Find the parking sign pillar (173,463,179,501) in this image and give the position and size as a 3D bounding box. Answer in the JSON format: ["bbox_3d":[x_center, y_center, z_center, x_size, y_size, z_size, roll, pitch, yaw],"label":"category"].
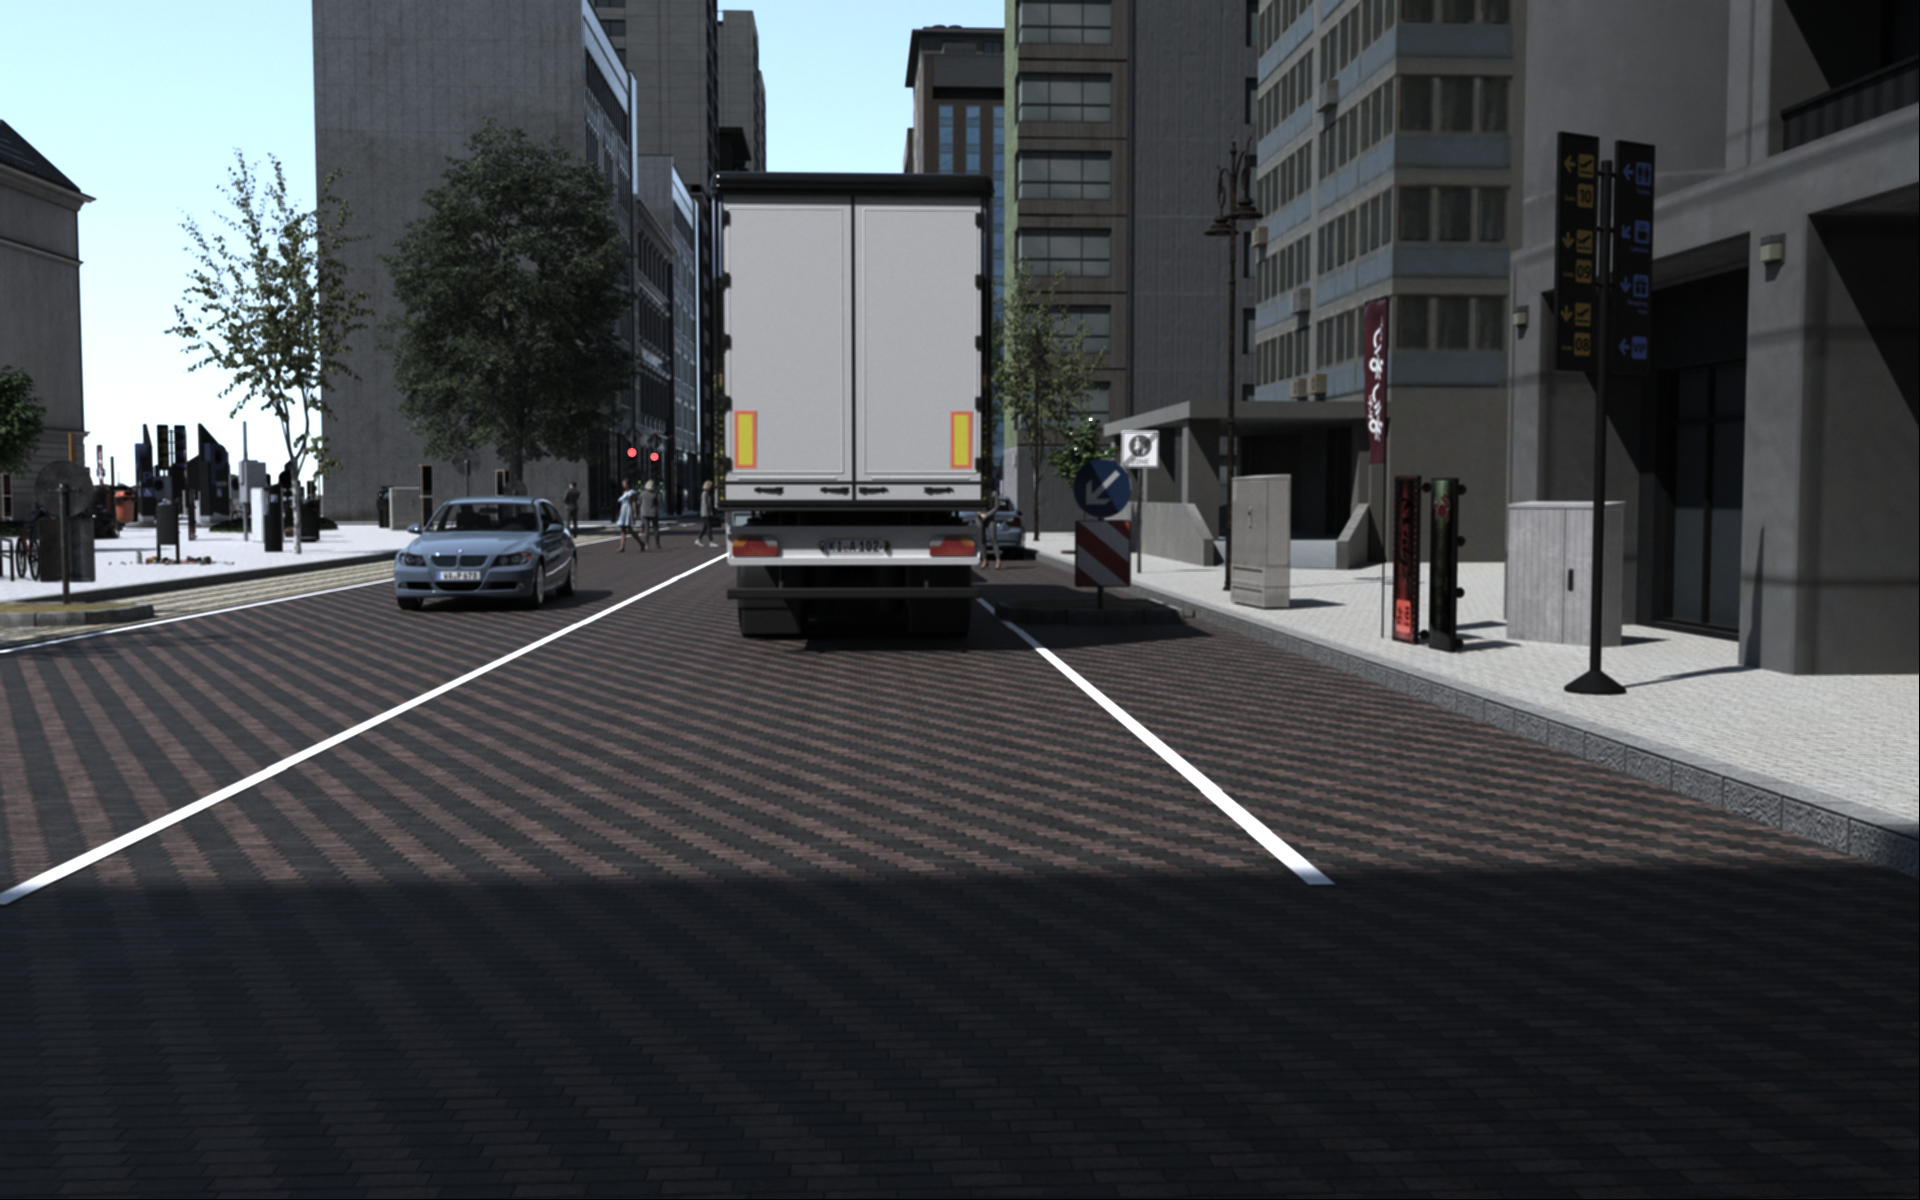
[{"bbox_3d":[-54.127,-8.020,119.592,1.447,3.967,1.447,2,4,27],"label":"parking sign pillar"}]

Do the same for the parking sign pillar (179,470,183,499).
[{"bbox_3d":[-45.885,-7.072,104.094,1.447,3.967,1.447,-1,4,-18],"label":"parking sign pillar"}]

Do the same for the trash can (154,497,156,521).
[{"bbox_3d":[-36.772,-4.080,78.368,0.748,1.137,0.748,0,3,0],"label":"trash can"}]

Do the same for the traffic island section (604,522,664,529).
[{"bbox_3d":[-13.462,-3.001,71.351,2.009,0.180,2.903,0,4,-3],"label":"traffic island section"}]

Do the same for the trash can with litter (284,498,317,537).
[{"bbox_3d":[-19.649,-2.457,51.554,1.055,1.170,0.624,-1,4,-16],"label":"trash can with litter"}]

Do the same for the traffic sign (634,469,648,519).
[{"bbox_3d":[-16.163,-5.353,87.628,0.768,2.556,0.104,0,4,-2],"label":"traffic sign"}]

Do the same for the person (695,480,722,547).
[{"bbox_3d":[-6.887,-2.365,47.350,0.728,1.800,0.709,1,4,14],"label":"person"}]

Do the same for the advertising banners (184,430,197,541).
[{"bbox_3d":[-21.307,-3.163,47.904,0.090,3.025,2.074,-1,4,-18],"label":"advertising banners"}]

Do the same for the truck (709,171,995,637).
[{"bbox_3d":[-1.251,-1.946,20.731,2.839,4.237,11.283,0,4,-3],"label":"truck"}]

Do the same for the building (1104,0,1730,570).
[{"bbox_3d":[19.977,-21.131,37.380,32.217,40.220,23.993,0,4,-3],"label":"building"}]

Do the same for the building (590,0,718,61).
[{"bbox_3d":[-32.961,-45.148,176.421,20.563,71.187,20.611,0,4,-3],"label":"building"}]

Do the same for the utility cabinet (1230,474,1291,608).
[{"bbox_3d":[3.412,-0.678,19.767,0.318,1.500,1.173,-1,4,-10],"label":"utility cabinet"}]

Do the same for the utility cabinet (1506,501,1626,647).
[{"bbox_3d":[5.205,-0.231,14.941,0.306,1.237,1.020,-2,4,-31],"label":"utility cabinet"}]

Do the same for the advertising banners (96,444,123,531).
[{"bbox_3d":[-29.839,-3.948,60.736,2.074,3.025,0.090,3,5,44],"label":"advertising banners"}]

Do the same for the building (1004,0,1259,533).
[{"bbox_3d":[8.487,-23.247,63.686,14.154,41.232,14.086,0,4,-3],"label":"building"}]

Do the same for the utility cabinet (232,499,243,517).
[{"bbox_3d":[-40.638,-5.279,97.467,1.020,1.237,0.306,-1,4,-13],"label":"utility cabinet"}]

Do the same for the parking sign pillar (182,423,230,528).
[{"bbox_3d":[-28.605,-4.768,66.425,1.447,3.967,1.447,1,4,11],"label":"parking sign pillar"}]

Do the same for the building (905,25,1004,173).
[{"bbox_3d":[8.591,-37.052,195.037,28.713,52.752,27.495,0,4,-3],"label":"building"}]

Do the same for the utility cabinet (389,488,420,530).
[{"bbox_3d":[-19.336,-3.177,60.621,1.173,1.500,0.318,-2,4,-35],"label":"utility cabinet"}]

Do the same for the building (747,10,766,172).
[{"bbox_3d":[-38.445,-50.361,261.648,20.563,71.187,20.611,0,4,-3],"label":"building"}]

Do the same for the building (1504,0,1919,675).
[{"bbox_3d":[16.377,-34.719,5.913,20.563,71.187,20.611,0,4,-3],"label":"building"}]

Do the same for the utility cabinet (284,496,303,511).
[{"bbox_3d":[-34.917,-4.870,90.784,1.020,1.237,0.306,1,4,21],"label":"utility cabinet"}]

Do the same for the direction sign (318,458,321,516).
[{"bbox_3d":[-30.958,-5.606,83.657,0.379,3.537,0.876,-1,4,-20],"label":"direction sign"}]

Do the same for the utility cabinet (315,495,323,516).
[{"bbox_3d":[-38.220,-5.624,103.106,1.020,1.237,0.306,-2,4,-24],"label":"utility cabinet"}]

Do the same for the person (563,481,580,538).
[{"bbox_3d":[-12.630,-2.920,56.044,0.447,1.846,0.655,3,5,43],"label":"person"}]

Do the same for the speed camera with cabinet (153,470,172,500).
[{"bbox_3d":[-40.855,-5.690,87.374,2.038,3.252,0.660,1,4,12],"label":"speed camera with cabinet"}]

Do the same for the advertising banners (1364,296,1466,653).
[{"bbox_3d":[3.849,-1.141,14.842,0.090,3.025,2.074,-1,4,-8],"label":"advertising banners"}]

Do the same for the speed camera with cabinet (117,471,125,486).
[{"bbox_3d":[-70.444,-9.256,145.671,0.660,3.252,2.038,-2,4,-33],"label":"speed camera with cabinet"}]

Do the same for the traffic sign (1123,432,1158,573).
[{"bbox_3d":[2.908,-1.585,28.046,0.606,2.300,0.079,0,4,-2],"label":"traffic sign"}]

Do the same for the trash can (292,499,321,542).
[{"bbox_3d":[-17.378,-2.107,46.095,0.748,1.137,0.748,0,3,0],"label":"trash can"}]

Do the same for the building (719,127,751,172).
[{"bbox_3d":[-35.659,-33.481,202.034,22.147,44.769,28.867,0,4,-3],"label":"building"}]

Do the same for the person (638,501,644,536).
[{"bbox_3d":[-10.849,-2.813,59.175,0.352,1.250,0.332,1,4,22],"label":"person"}]

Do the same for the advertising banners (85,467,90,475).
[{"bbox_3d":[-55.594,-7.077,111.900,2.074,3.025,0.090,-1,4,-17],"label":"advertising banners"}]

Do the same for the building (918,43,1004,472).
[{"bbox_3d":[2.956,-32.047,174.072,14.600,45.320,14.200,0,4,-3],"label":"building"}]

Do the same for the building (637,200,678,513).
[{"bbox_3d":[-24.677,-16.734,109.757,11.583,22.565,21.152,0,4,-3],"label":"building"}]

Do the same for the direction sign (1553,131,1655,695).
[{"bbox_3d":[4.122,-1.171,11.137,0.876,3.537,0.379,-2,4,-30],"label":"direction sign"}]

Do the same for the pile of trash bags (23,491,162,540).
[{"bbox_3d":[-25.111,-2.453,49.851,1.912,1.369,3.447,1,4,17],"label":"pile of trash bags"}]

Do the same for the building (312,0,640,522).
[{"bbox_3d":[-23.776,-16.563,88.830,12.078,24.808,19.932,0,4,-3],"label":"building"}]

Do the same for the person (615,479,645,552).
[{"bbox_3d":[-8.198,-2.092,42.797,0.778,1.811,0.616,-3,4,-38],"label":"person"}]

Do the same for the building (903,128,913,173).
[{"bbox_3d":[3.705,-36.435,219.414,21.300,48.544,21.600,0,4,-3],"label":"building"}]

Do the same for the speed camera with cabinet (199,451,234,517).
[{"bbox_3d":[-34.047,-5.221,79.705,0.660,3.252,2.038,1,4,22],"label":"speed camera with cabinet"}]

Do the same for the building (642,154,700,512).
[{"bbox_3d":[-26.581,-19.109,130.456,12.078,24.808,19.932,0,4,-3],"label":"building"}]

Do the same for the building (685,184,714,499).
[{"bbox_3d":[-29.655,-23.780,160.507,14.160,30.474,14.107,0,4,-3],"label":"building"}]

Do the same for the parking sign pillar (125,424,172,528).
[{"bbox_3d":[-30.967,-4.729,65.787,1.447,3.967,1.447,-2,4,-33],"label":"parking sign pillar"}]

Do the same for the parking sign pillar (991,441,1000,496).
[{"bbox_3d":[1.399,-6.003,86.618,1.447,3.967,1.447,0,4,1],"label":"parking sign pillar"}]

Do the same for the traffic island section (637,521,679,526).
[{"bbox_3d":[-13.952,-3.489,79.321,2.009,0.180,2.903,0,4,-3],"label":"traffic island section"}]

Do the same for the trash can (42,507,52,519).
[{"bbox_3d":[-40.998,-4.060,78.033,0.748,1.137,0.748,0,3,0],"label":"trash can"}]

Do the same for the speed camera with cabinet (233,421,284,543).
[{"bbox_3d":[-18.777,-3.191,46.504,0.660,3.252,2.038,-3,4,-38],"label":"speed camera with cabinet"}]

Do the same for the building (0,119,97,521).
[{"bbox_3d":[-53.142,-13.330,82.577,19.286,19.102,10.561,0,4,-3],"label":"building"}]

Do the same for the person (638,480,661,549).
[{"bbox_3d":[-8.145,-2.246,45.408,0.537,1.800,0.526,0,4,7],"label":"person"}]

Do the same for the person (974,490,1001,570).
[{"bbox_3d":[0.511,-1.479,32.963,0.520,1.790,0.573,0,4,-1],"label":"person"}]

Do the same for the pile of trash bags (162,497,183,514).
[{"bbox_3d":[-51.296,-6.192,110.996,3.447,1.369,1.912,1,4,12],"label":"pile of trash bags"}]

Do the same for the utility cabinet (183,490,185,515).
[{"bbox_3d":[-46.983,-5.937,105.748,0.318,1.500,1.173,0,4,5],"label":"utility cabinet"}]

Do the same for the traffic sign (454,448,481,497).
[{"bbox_3d":[-13.744,-2.949,48.319,0.768,2.556,0.104,0,4,3],"label":"traffic sign"}]

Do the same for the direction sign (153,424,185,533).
[{"bbox_3d":[-25.761,-3.955,56.658,0.876,3.537,0.379,-3,5,-39],"label":"direction sign"}]
